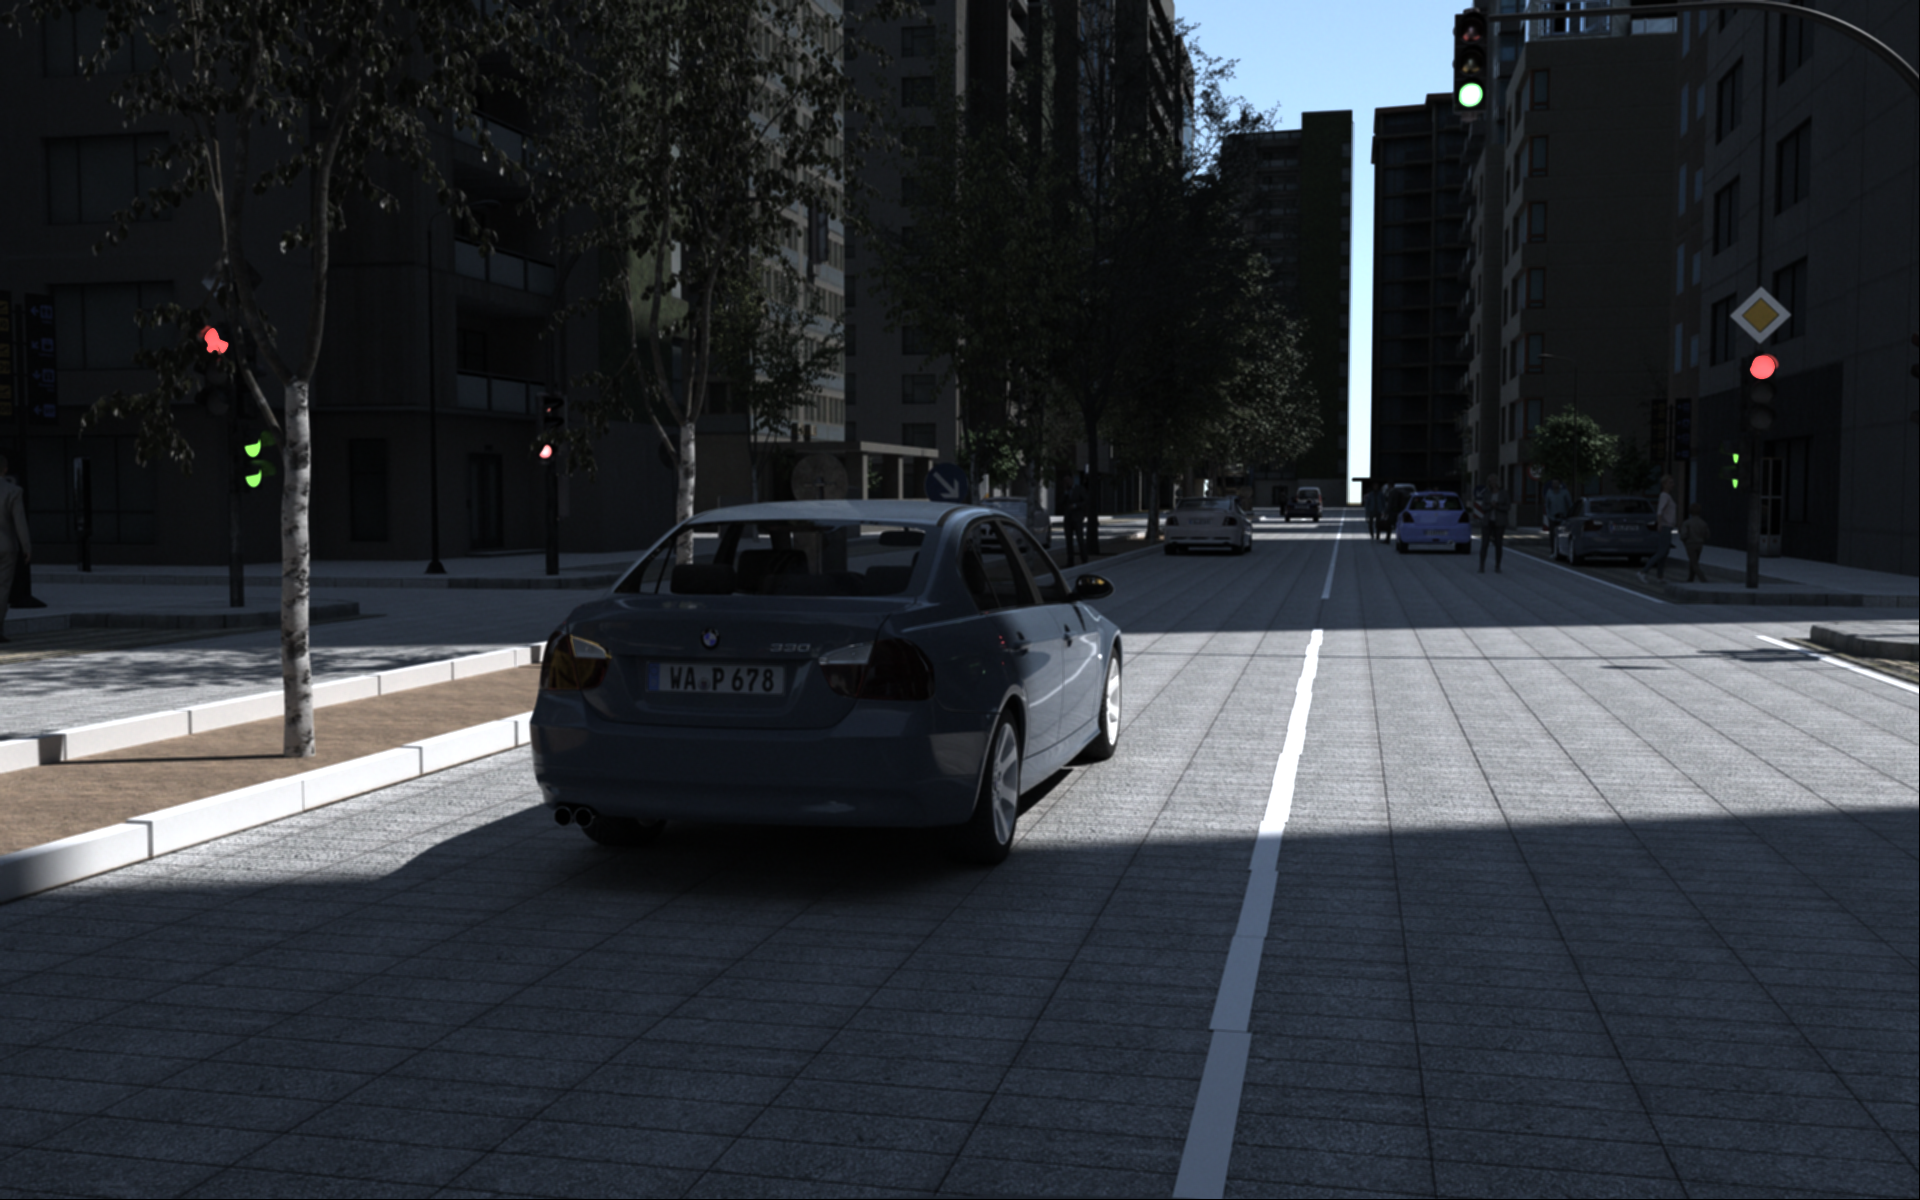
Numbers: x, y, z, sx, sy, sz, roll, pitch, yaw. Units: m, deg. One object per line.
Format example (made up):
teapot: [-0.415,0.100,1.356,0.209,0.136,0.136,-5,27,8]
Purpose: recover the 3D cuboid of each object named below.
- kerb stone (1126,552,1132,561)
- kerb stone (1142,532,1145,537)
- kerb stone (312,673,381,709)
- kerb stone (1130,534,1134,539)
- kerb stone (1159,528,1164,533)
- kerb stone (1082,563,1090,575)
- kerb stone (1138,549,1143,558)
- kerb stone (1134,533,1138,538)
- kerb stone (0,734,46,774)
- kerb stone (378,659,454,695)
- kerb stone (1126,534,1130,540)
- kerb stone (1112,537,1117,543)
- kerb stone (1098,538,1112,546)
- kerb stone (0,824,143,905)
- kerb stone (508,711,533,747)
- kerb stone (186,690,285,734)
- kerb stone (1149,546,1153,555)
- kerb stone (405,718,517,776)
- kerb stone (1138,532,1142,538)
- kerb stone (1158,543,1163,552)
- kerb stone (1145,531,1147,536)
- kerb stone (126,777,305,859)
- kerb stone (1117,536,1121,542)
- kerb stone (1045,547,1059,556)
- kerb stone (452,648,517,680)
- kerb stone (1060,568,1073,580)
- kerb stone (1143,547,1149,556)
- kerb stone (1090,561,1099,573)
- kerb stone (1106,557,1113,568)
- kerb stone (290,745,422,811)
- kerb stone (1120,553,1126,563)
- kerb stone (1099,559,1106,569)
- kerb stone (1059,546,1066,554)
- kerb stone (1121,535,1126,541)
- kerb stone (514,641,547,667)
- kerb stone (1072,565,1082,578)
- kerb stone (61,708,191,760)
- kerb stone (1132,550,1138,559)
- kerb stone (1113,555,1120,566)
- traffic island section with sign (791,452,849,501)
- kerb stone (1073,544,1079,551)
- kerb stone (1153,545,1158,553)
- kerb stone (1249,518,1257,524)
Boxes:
kerb stone: [3.487,-0.896,36.851,0.120,0.150,1.000,1,4,13]
kerb stone: [5.926,-2.147,57.324,0.120,0.150,1.000,1,4,13]
kerb stone: [-4.281,0.641,11.769,0.120,0.150,1.000,1,4,13]
kerb stone: [5.251,-1.957,54.320,0.120,0.150,1.000,1,4,13]
kerb stone: [7.721,-2.638,65.327,0.120,0.150,1.000,1,4,13]
kerb stone: [2.145,-0.529,30.848,0.120,0.150,1.000,1,4,13]
kerb stone: [3.935,-1.019,38.857,0.120,0.150,1.000,1,4,13]
kerb stone: [5.483,-2.026,55.315,0.120,0.150,1.000,1,4,13]
kerb stone: [-4.955,0.821,8.772,0.120,0.150,1.000,1,4,13]
kerb stone: [-4.055,0.577,12.766,0.120,0.150,1.000,1,4,13]
kerb stone: [5.030,-1.903,53.315,0.120,0.150,1.000,1,4,13]
kerb stone: [4.363,-1.720,50.312,0.120,0.150,1.000,1,4,13]
kerb stone: [4.130,-1.655,49.317,0.120,0.150,1.000,1,4,13]
kerb stone: [-3.347,0.983,6.307,0.120,0.150,1.000,1,4,13]
kerb stone: [-2.451,0.727,10.303,0.120,0.150,1.000,1,4,13]
kerb stone: [-4.507,0.699,10.772,0.120,0.150,1.000,1,4,13]
kerb stone: [4.386,-1.136,40.852,0.120,0.150,1.000,1,4,13]
kerb stone: [-2.682,0.788,9.305,0.120,0.150,1.000,1,4,13]
kerb stone: [5.709,-2.087,56.324,0.120,0.150,1.000,1,4,13]
kerb stone: [4.838,-1.263,42.852,0.120,0.150,1.000,1,4,13]
kerb stone: [6.155,-2.209,58.321,0.120,0.150,1.000,1,4,13]
kerb stone: [-3.120,0.911,7.302,0.120,0.150,1.000,1,4,13]
kerb stone: [4.580,-1.781,51.316,0.120,0.150,1.000,1,4,13]
kerb stone: [2.107,-1.103,40.299,0.120,0.150,1.000,1,4,13]
kerb stone: [-3.828,0.518,13.762,0.120,0.150,1.000,1,4,13]
kerb stone: [1.697,-0.407,28.844,0.120,0.150,1.000,1,4,13]
kerb stone: [4.169,-1.080,39.852,0.120,0.150,1.000,1,4,13]
kerb stone: [2.372,-0.590,31.845,0.120,0.150,1.000,1,4,13]
kerb stone: [2.823,-0.710,33.843,0.120,0.150,1.000,1,4,13]
kerb stone: [-2.906,0.856,8.302,0.120,0.150,1.000,1,4,13]
kerb stone: [3.271,-0.835,35.846,0.120,0.150,1.000,1,4,13]
kerb stone: [2.592,-0.651,32.844,0.120,0.150,1.000,1,4,13]
kerb stone: [2.333,-1.168,41.296,0.120,0.150,1.000,1,4,13]
kerb stone: [4.807,-1.841,52.318,0.120,0.150,1.000,1,4,13]
kerb stone: [-3.607,0.455,14.760,0.120,0.150,1.000,1,4,13]
kerb stone: [1.923,-0.468,29.846,0.120,0.150,1.000,1,4,13]
kerb stone: [-4.732,0.760,9.770,0.120,0.150,1.000,1,4,13]
kerb stone: [3.718,-0.958,37.858,0.120,0.150,1.000,1,4,13]
kerb stone: [3.045,-0.773,34.841,0.120,0.150,1.000,1,4,13]
traffic island section with sign: [-1.683,-0.633,18.478,2.006,1.907,1.989,1,4,13]
kerb stone: [2.779,-1.291,43.305,0.120,0.150,1.000,1,4,13]
kerb stone: [4.612,-1.199,41.848,0.120,0.150,1.000,1,4,13]
kerb stone: [14.702,-3.956,86.872,0.120,0.150,1.000,1,4,13]
